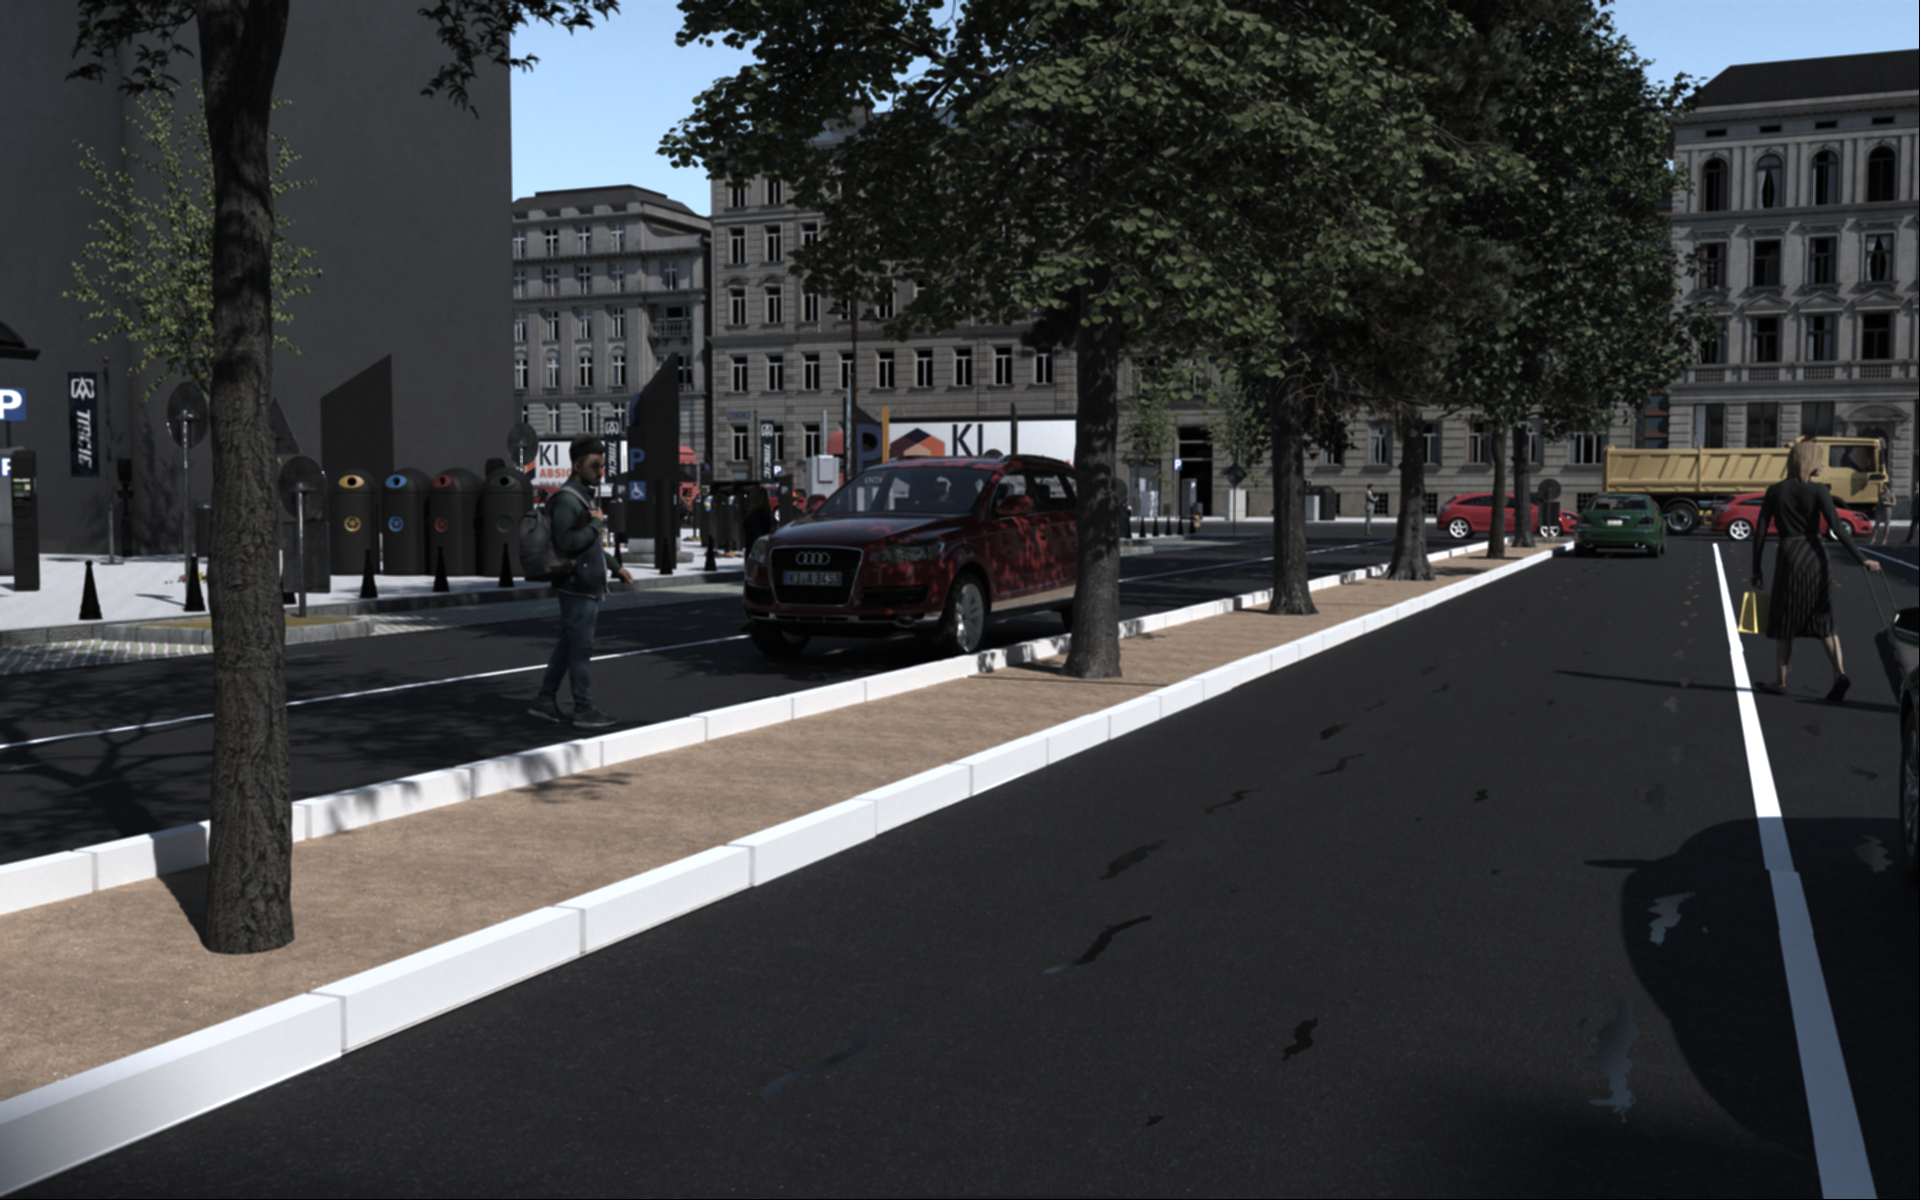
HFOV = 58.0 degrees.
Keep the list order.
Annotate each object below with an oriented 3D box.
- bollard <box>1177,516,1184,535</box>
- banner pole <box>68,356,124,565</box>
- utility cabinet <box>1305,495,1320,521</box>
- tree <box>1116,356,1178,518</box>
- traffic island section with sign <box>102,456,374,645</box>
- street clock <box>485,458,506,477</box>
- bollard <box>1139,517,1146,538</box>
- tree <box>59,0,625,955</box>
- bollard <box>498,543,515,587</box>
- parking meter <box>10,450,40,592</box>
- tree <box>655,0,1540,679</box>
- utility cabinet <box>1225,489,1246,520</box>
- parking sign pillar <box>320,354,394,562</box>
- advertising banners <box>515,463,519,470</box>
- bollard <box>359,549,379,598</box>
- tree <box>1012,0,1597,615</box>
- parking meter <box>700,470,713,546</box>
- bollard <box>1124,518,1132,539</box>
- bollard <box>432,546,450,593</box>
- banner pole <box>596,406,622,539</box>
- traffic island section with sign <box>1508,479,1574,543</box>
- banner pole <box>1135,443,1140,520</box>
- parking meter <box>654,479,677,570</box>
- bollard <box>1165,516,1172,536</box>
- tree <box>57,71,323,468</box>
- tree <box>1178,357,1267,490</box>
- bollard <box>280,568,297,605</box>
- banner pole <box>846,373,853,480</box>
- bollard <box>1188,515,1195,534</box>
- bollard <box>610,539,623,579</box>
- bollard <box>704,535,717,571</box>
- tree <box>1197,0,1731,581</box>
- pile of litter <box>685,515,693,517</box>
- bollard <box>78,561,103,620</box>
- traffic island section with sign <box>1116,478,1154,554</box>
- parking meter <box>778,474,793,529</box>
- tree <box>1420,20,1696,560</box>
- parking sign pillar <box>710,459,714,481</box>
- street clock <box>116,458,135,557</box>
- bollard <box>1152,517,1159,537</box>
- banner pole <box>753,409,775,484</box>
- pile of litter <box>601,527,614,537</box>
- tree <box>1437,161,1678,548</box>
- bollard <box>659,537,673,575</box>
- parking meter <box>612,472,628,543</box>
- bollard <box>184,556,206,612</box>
[{"bbox_3d":[6.947,-2.358,54.600,0.229,0.601,0.229,0,3,0],"label":"bollard"},{"bbox_3d":[-15.674,-2.530,31.378,0.863,3.779,0.401,-1,4,-21],"label":"banner pole"},{"bbox_3d":[16.696,-4.351,82.297,0.306,1.237,1.020,-1,4,-18],"label":"utility cabinet"},{"bbox_3d":[9.988,-8.623,91.351,4.737,8.622,4.395,0,3,0],"label":"tree"},{"bbox_3d":[-7.029,-0.530,17.286,1.989,1.847,2.006,2,4,23],"label":"traffic island section with sign"},{"bbox_3d":[-9.398,-1.867,35.088,0.358,2.002,0.471,1,4,12],"label":"street clock"},{"bbox_3d":[5.368,-2.133,50.913,0.229,0.601,0.229,0,3,0],"label":"bollard"},{"bbox_3d":[-2.096,-4.197,5.484,8.767,10.594,7.601,2,4,23],"label":"tree"},{"bbox_3d":[-6.262,-0.480,23.884,0.229,0.601,0.229,0,3,0],"label":"bollard"},{"bbox_3d":[-12.365,-1.052,22.908,0.255,1.863,0.399,-1,4,-20],"label":"parking meter"},{"bbox_3d":[1.119,-5.689,13.603,7.486,12.596,7.792,0,3,0],"label":"tree"},{"bbox_3d":[13.224,-4.559,83.218,1.173,1.500,0.318,-3,5,-40],"label":"utility cabinet"},{"bbox_3d":[-11.565,-2.740,33.275,1.447,3.967,1.447,-1,4,-16],"label":"parking sign pillar"},{"bbox_3d":[-14.128,-3.476,53.017,2.074,3.025,0.090,2,4,25],"label":"advertising banners"},{"bbox_3d":[-7.318,-0.329,21.423,0.229,0.601,0.229,0,3,0],"label":"bollard"},{"bbox_3d":[3.854,-5.858,20.286,6.751,12.117,7.091,0,3,0],"label":"tree"},{"bbox_3d":[-6.204,-2.247,42.458,0.255,1.863,0.399,0,4,0],"label":"parking meter"},{"bbox_3d":[4.834,-2.058,49.690,0.229,0.601,0.229,0,3,0],"label":"bollard"},{"bbox_3d":[-6.792,-0.404,22.652,0.229,0.601,0.229,0,3,0],"label":"bollard"},{"bbox_3d":[-10.105,-3.644,49.600,0.863,3.779,0.401,0,4,-1],"label":"banner pole"},{"bbox_3d":[17.296,-2.623,51.029,2.006,1.907,1.989,2,4,23],"label":"traffic island section with sign"},{"bbox_3d":[8.702,-5.808,84.978,0.401,3.779,0.863,-1,4,-11],"label":"banner pole"},{"bbox_3d":[-5.034,-1.294,29.564,0.372,1.533,0.369,0,3,0],"label":"parking meter"},{"bbox_3d":[6.423,-2.283,53.366,0.229,0.601,0.229,0,3,0],"label":"bollard"},{"bbox_3d":[-13.021,-4.878,30.116,4.737,8.622,4.395,0,3,0],"label":"tree"},{"bbox_3d":[14.488,-8.564,90.386,4.737,8.622,4.395,0,3,0],"label":"tree"},{"bbox_3d":[-7.853,-0.253,20.183,0.229,0.601,0.229,0,3,0],"label":"bollard"},{"bbox_3d":[-2.283,-2.818,36.097,0.401,3.779,0.863,-1,4,-14],"label":"banner pole"},{"bbox_3d":[7.475,-2.433,55.827,0.229,0.601,0.229,0,3,0],"label":"bollard"},{"bbox_3d":[-5.208,-0.630,26.337,0.229,0.601,0.229,0,3,0],"label":"bollard"},{"bbox_3d":[-4.151,-0.780,28.794,0.229,0.601,0.229,0,3,0],"label":"bollard"},{"bbox_3d":[7.563,-6.678,28.656,9.611,12.733,9.660,0,3,0],"label":"tree"},{"bbox_3d":[-15.343,-5.134,97.907,1.176,0.858,1.719,-1,4,-23],"label":"pile of litter"},{"bbox_3d":[-8.909,-0.103,17.731,0.229,0.601,0.229,0,3,0],"label":"bollard"},{"bbox_3d":[3.628,-2.044,42.053,1.989,1.847,2.006,2,4,23],"label":"traffic island section with sign"},{"bbox_3d":[-5.025,-2.701,49.871,0.399,1.863,0.255,1,4,12],"label":"parking meter"},{"bbox_3d":[11.838,-6.689,37.577,9.928,11.665,9.643,0,3,0],"label":"tree"},{"bbox_3d":[-15.566,-7.220,106.521,1.447,3.967,1.447,-2,4,-28],"label":"parking sign pillar"},{"bbox_3d":[-16.948,-1.873,35.192,0.358,2.002,0.471,-2,4,-30],"label":"street clock"},{"bbox_3d":[5.891,-2.208,52.142,0.229,0.601,0.229,0,3,0],"label":"bollard"},{"bbox_3d":[-5.853,-3.756,51.421,0.863,3.779,0.401,-3,4,-36],"label":"banner pole"},{"bbox_3d":[-11.204,-2.349,52.375,1.719,0.858,1.176,1,4,10],"label":"pile of litter"},{"bbox_3d":[14.993,-8.341,46.251,7.806,13.903,7.818,0,3,0],"label":"tree"},{"bbox_3d":[-4.682,-0.705,27.569,0.229,0.601,0.229,0,3,0],"label":"bollard"},{"bbox_3d":[-8.860,-2.412,45.152,0.399,1.863,0.255,-1,4,-22],"label":"parking meter"},{"bbox_3d":[-8.382,-0.178,18.957,0.229,0.601,0.229,0,3,0],"label":"bollard"}]
